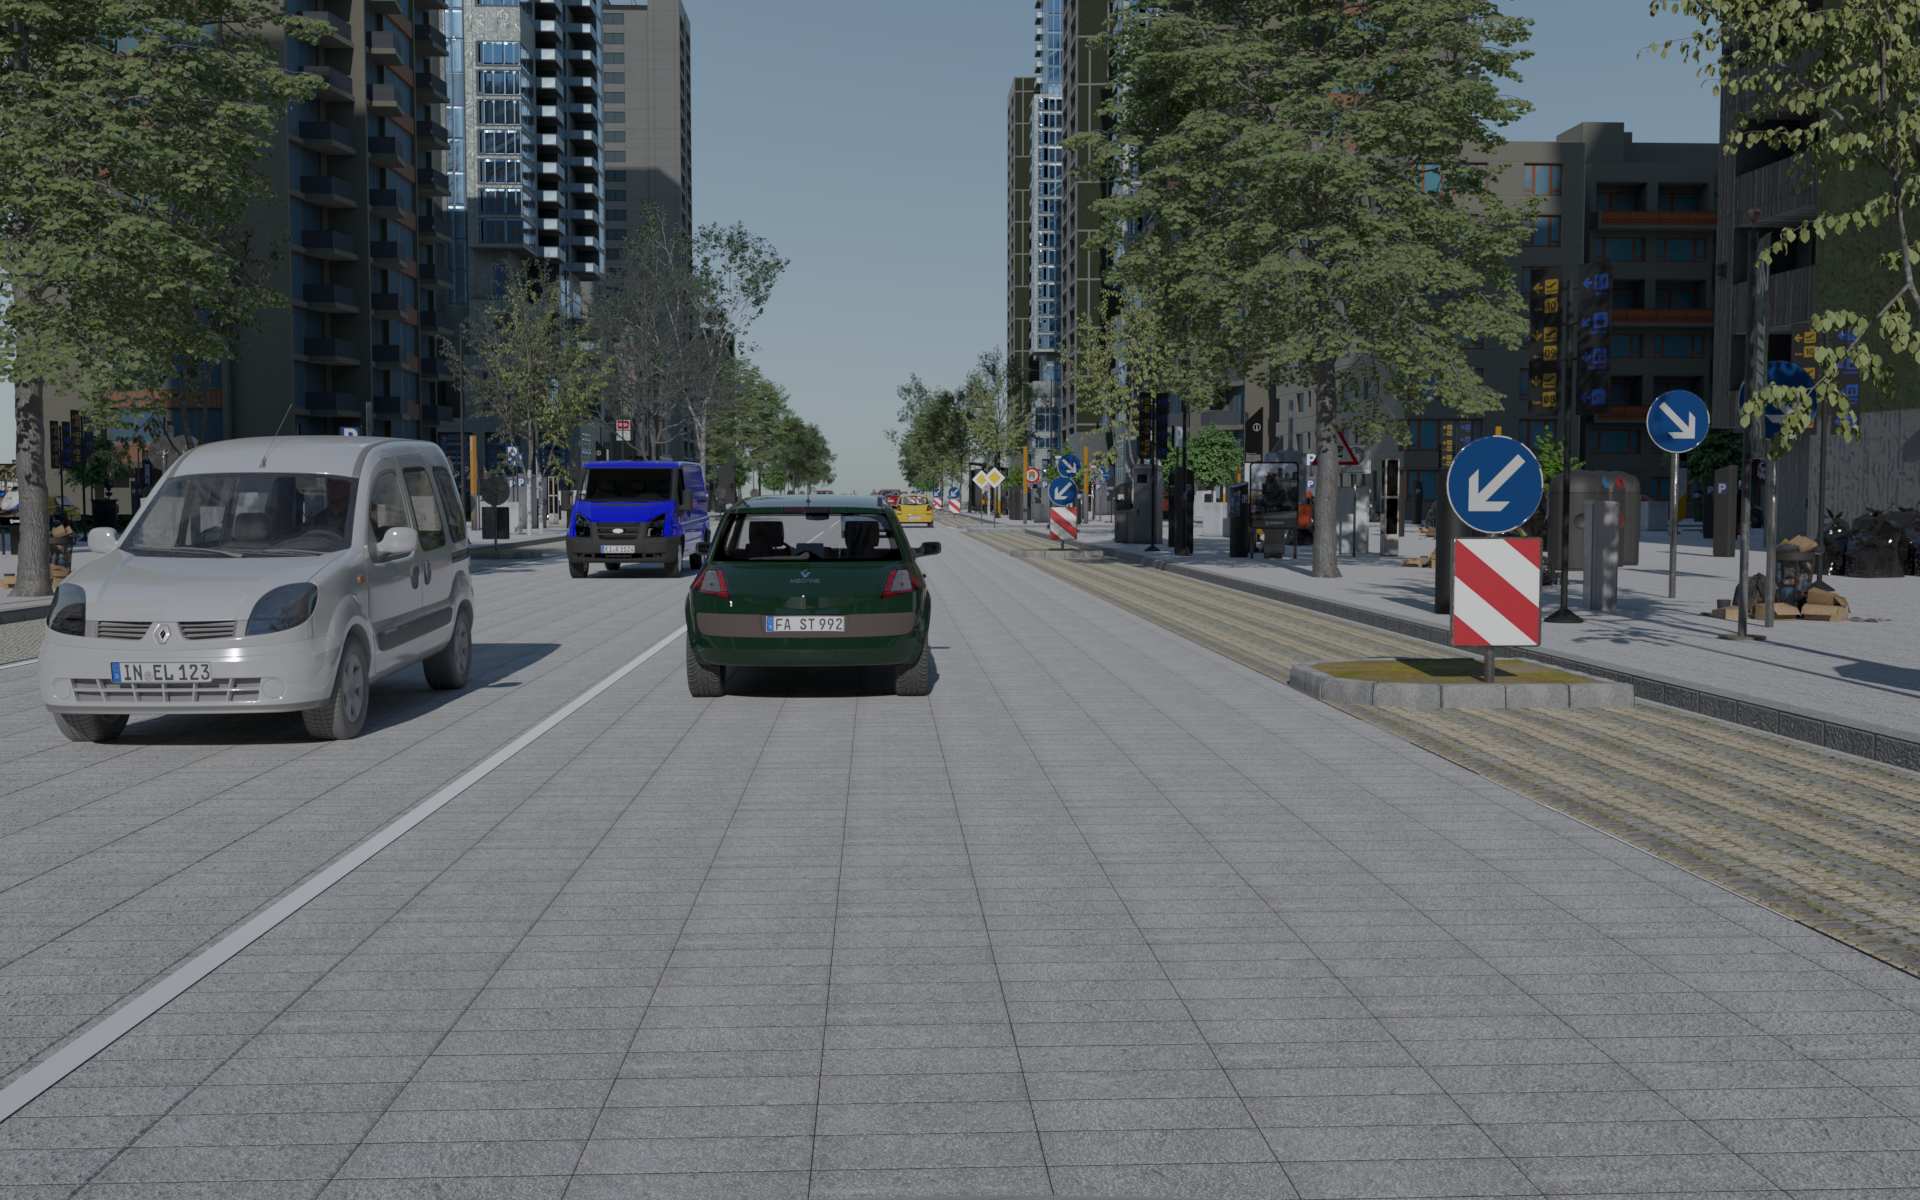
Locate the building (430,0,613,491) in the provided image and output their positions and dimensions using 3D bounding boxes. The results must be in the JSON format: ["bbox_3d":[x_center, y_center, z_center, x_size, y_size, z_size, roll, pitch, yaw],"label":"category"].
[{"bbox_3d":[-44.012,-51.777,159.226,22.319,86.520,31.000,0,4,-3],"label":"building"}]

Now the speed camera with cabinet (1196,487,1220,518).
[{"bbox_3d":[13.906,-6.152,94.918,2.038,3.252,0.660,-2,4,-30],"label":"speed camera with cabinet"}]

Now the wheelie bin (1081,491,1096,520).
[{"bbox_3d":[6.450,-4.818,86.688,0.693,1.594,0.980,1,4,11],"label":"wheelie bin"}]

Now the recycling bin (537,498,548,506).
[{"bbox_3d":[-26.734,-5.982,110.362,0.722,1.027,0.722,1,4,16],"label":"recycling bin"}]

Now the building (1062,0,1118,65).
[{"bbox_3d":[20.729,-46.529,198.998,20.563,71.187,20.611,0,4,-3],"label":"building"}]

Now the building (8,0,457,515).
[{"bbox_3d":[-43.976,-27.575,105.471,22.147,44.769,28.867,0,4,-3],"label":"building"}]

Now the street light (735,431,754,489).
[{"bbox_3d":[-16.106,-9.528,128.322,1.470,5.913,1.316,0,4,-3],"label":"street light"}]

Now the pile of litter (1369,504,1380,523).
[{"bbox_3d":[18.747,-3.946,78.479,1.176,0.858,1.719,-1,4,-19],"label":"pile of litter"}]

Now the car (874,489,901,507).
[{"bbox_3d":[-4.895,-6.880,121.169,2.281,1.827,5.304,0,4,-2],"label":"car"}]

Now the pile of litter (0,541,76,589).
[{"bbox_3d":[-12.596,-0.603,23.827,1.719,0.858,1.176,2,4,32],"label":"pile of litter"}]

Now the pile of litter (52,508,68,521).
[{"bbox_3d":[-26.878,-2.281,51.253,1.176,0.858,1.719,2,4,28],"label":"pile of litter"}]

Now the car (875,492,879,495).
[{"bbox_3d":[-14.345,-17.681,297.759,2.281,1.827,5.304,0,4,-3],"label":"car"}]

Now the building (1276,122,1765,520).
[{"bbox_3d":[35.691,-15.563,99.497,28.899,21.520,27.650,0,4,-3],"label":"building"}]

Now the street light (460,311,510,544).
[{"bbox_3d":[-12.118,-4.376,44.089,1.470,5.913,1.316,0,4,-3],"label":"street light"}]

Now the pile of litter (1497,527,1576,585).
[{"bbox_3d":[7.870,-0.660,24.764,1.719,0.858,1.176,2,4,31],"label":"pile of litter"}]

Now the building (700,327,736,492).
[{"bbox_3d":[-46.183,-32.183,297.888,14.160,30.474,14.107,0,4,-3],"label":"building"}]

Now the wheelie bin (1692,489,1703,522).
[{"bbox_3d":[34.068,-4.386,79.627,0.693,1.594,0.980,3,4,36],"label":"wheelie bin"}]

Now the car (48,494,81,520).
[{"bbox_3d":[-36.133,-3.458,66.757,3.980,1.641,2.015,0,4,-2],"label":"car"}]

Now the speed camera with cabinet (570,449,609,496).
[{"bbox_3d":[-16.107,-5.008,76.216,2.038,3.252,0.660,-2,4,-28],"label":"speed camera with cabinet"}]

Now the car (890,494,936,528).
[{"bbox_3d":[-2.018,-3.942,74.677,2.015,1.641,3.980,0,4,-2],"label":"car"}]

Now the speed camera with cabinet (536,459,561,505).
[{"bbox_3d":[-21.337,-5.874,90.383,2.038,3.252,0.660,1,4,10],"label":"speed camera with cabinet"}]

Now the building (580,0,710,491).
[{"bbox_3d":[-47.685,-49.867,253.584,20.563,71.187,20.611,0,4,-3],"label":"building"}]

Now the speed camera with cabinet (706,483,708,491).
[{"bbox_3d":[-19.675,-8.309,130.194,0.660,3.252,2.038,2,4,24],"label":"speed camera with cabinet"}]

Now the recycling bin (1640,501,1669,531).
[{"bbox_3d":[24.087,-2.907,60.081,0.722,1.027,0.722,0,4,3],"label":"recycling bin"}]

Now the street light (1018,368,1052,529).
[{"bbox_3d":[2.826,-5.590,63.930,1.470,5.913,1.316,0,4,-3],"label":"street light"}]

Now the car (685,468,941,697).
[{"bbox_3d":[-1.132,-0.236,13.644,2.009,1.686,4.222,0,4,-3],"label":"car"}]

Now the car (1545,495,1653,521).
[{"bbox_3d":[25.630,-3.677,69.163,4.494,1.783,2.155,0,4,-4],"label":"car"}]

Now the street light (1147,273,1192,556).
[{"bbox_3d":[4.103,-3.868,35.789,1.470,5.913,1.316,0,4,-3],"label":"street light"}]

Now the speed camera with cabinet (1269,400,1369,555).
[{"bbox_3d":[7.620,-2.595,36.763,2.038,3.252,0.660,0,4,-6],"label":"speed camera with cabinet"}]

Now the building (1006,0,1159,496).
[{"bbox_3d":[19.553,-58.551,269.973,22.319,86.520,31.000,0,4,-3],"label":"building"}]

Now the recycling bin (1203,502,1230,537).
[{"bbox_3d":[7.786,-2.418,52.084,0.722,1.027,0.722,-3,5,-45],"label":"recycling bin"}]

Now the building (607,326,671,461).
[{"bbox_3d":[-47.627,-21.181,191.356,27.650,21.520,28.899,0,4,-3],"label":"building"}]

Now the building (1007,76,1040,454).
[{"bbox_3d":[16.799,-52.497,296.574,20.563,71.187,20.611,0,4,-3],"label":"building"}]

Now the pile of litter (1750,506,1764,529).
[{"bbox_3d":[29.718,-3.109,64.796,1.719,0.858,1.176,2,4,31],"label":"pile of litter"}]

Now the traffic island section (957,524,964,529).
[{"bbox_3d":[0.926,-3.076,72.569,2.009,0.180,2.903,0,4,-3],"label":"traffic island section"}]

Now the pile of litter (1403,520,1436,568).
[{"bbox_3d":[8.335,-0.997,30.261,1.176,0.858,1.719,0,4,8],"label":"pile of litter"}]

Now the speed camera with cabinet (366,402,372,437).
[{"bbox_3d":[-12.846,-2.583,36.569,0.660,3.252,2.038,2,4,28],"label":"speed camera with cabinet"}]

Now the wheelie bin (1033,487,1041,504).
[{"bbox_3d":[3.800,-4.393,79.727,0.980,1.594,0.693,-1,4,-22],"label":"wheelie bin"}]

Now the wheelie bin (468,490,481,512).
[{"bbox_3d":[-25.977,-5.190,92.770,0.693,1.594,0.980,-2,4,-32],"label":"wheelie bin"}]

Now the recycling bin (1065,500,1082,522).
[{"bbox_3d":[5.387,-4.323,83.243,0.722,1.027,0.722,2,4,23],"label":"recycling bin"}]

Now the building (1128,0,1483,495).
[{"bbox_3d":[25.435,-29.044,129.487,22.147,44.769,28.867,0,4,-3],"label":"building"}]

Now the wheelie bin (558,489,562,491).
[{"bbox_3d":[-23.408,-5.686,100.878,0.693,1.594,0.980,1,4,19],"label":"wheelie bin"}]

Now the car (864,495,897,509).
[{"bbox_3d":[-3.089,-2.799,57.760,2.014,1.417,4.499,0,4,-3],"label":"car"}]

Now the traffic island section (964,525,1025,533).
[{"bbox_3d":[1.307,-2.588,64.593,2.009,0.180,2.903,0,4,-3],"label":"traffic island section"}]

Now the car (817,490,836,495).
[{"bbox_3d":[-12.618,-9.338,161.349,2.281,1.827,5.304,0,4,-1],"label":"car"}]

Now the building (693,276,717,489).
[{"bbox_3d":[-54.503,-35.815,277.459,32.217,40.220,23.993,0,4,-3],"label":"building"}]

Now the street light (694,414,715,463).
[{"bbox_3d":[-14.813,-7.806,100.161,1.470,5.913,1.316,0,4,-3],"label":"street light"}]

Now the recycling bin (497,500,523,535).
[{"bbox_3d":[-14.288,-2.590,54.898,0.722,1.027,0.722,0,4,-6],"label":"recycling bin"}]

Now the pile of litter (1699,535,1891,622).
[{"bbox_3d":[8.584,-0.234,17.791,1.719,0.858,1.176,3,5,43],"label":"pile of litter"}]
